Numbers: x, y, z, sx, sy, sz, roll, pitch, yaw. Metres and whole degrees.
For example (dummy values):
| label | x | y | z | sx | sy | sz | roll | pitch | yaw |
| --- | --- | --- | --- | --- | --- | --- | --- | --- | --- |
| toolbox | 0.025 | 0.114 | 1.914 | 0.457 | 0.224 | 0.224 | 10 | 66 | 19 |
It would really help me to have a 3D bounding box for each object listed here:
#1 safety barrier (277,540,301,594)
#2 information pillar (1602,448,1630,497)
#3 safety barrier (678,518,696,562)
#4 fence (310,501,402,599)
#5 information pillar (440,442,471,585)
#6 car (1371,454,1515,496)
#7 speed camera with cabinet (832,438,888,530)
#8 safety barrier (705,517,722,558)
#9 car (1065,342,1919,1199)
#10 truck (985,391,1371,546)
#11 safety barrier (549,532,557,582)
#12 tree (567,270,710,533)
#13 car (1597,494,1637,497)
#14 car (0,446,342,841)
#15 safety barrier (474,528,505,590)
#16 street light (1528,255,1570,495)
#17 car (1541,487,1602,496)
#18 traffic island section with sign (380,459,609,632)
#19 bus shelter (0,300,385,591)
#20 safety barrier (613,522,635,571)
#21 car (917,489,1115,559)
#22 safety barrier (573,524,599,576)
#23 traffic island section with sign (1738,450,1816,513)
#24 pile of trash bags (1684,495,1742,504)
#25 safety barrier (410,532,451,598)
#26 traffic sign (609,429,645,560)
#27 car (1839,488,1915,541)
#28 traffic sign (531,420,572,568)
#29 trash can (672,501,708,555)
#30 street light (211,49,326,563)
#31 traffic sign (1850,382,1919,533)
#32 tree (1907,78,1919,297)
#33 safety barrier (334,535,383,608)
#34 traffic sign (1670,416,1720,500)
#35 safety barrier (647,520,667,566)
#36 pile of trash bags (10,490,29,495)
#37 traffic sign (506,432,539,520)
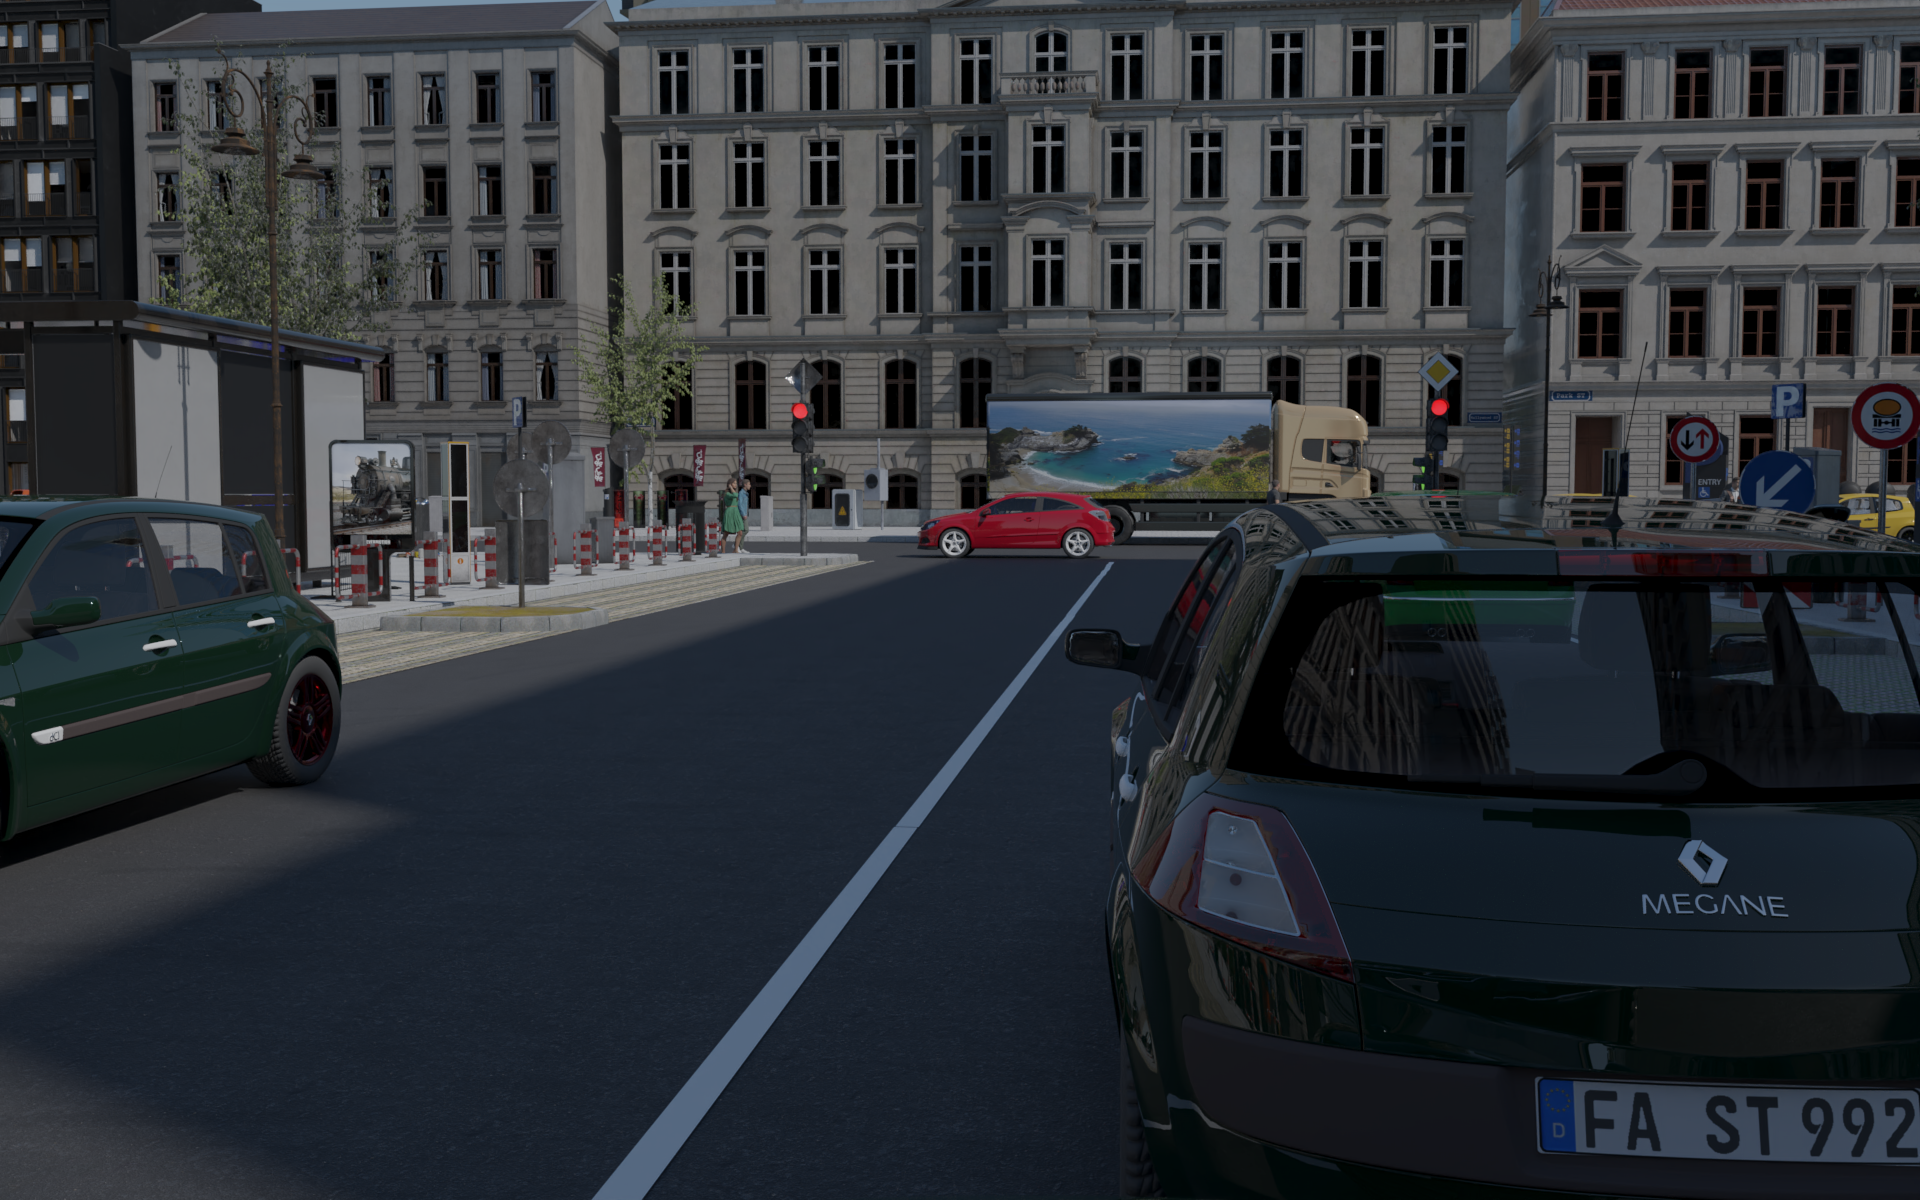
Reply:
| label | x | y | z | sx | sy | sz | roll | pitch | yaw |
| --- | --- | --- | --- | --- | --- | --- | --- | --- | --- |
| safety barrier | -6.990 | -0.203 | 17.599 | 0.300 | 0.817 | 1.120 | 0 | 4 | 7 |
| information pillar | 10.515 | -1.426 | 27.805 | 0.304 | 2.012 | 0.304 | -2 | 4 | -35 |
| safety barrier | -5.184 | -1.138 | 32.888 | 0.300 | 0.817 | 1.120 | 0 | 4 | 7 |
| fence | -7.747 | -0.677 | 22.269 | 0.480 | 1.192 | 2.264 | 0 | 4 | -2 |
| information pillar | -7.133 | -1.224 | 24.499 | 0.304 | 2.012 | 0.304 | -3 | 4 | -37 |
| car | 4.496 | -0.466 | 16.412 | 1.959 | 1.807 | 4.718 | 0 | 4 | 6 |
| speed camera with cabinet | -3.583 | -4.129 | 61.850 | 2.038 | 3.252 | 0.660 | 2 | 4 | 30 |
| safety barrier | -4.962 | -1.255 | 34.792 | 0.300 | 0.817 | 1.120 | 0 | 4 | 7 |
| car | 1.255 | 0.328 | 4.422 | 2.009 | 1.686 | 4.222 | 0 | 4 | 5 |
| truck | 6.444 | -3.665 | 48.829 | 11.283 | 4.237 | 2.839 | 0 | 4 | 8 |
| safety barrier | -6.085 | -0.672 | 25.256 | 0.300 | 0.817 | 1.120 | 0 | 4 | 7 |
| tree | -10.340 | -6.478 | 56.286 | 4.737 | 8.622 | 4.395 | 0 | 3 | 0 |
| car | 17.828 | -2.209 | 46.337 | 3.980 | 1.641 | 2.015 | 0 | 4 | 5 |
| car | -4.212 | 0.153 | 7.285 | 2.009 | 1.686 | 4.222 | 0 | 4 | 7 |
| safety barrier | -6.314 | -0.554 | 23.338 | 0.300 | 0.817 | 1.120 | 0 | 4 | 7 |
| street light | 11.403 | -3.724 | 33.675 | 0.468 | 5.910 | 1.993 | 0 | 4 | 7 |
| car | 15.456 | -1.937 | 41.894 | 3.980 | 1.641 | 2.015 | 0 | 4 | 7 |
| traffic island section with sign | -4.933 | -0.623 | 18.807 | 1.989 | 1.847 | 2.006 | 0 | 4 | 7 |
| bus shelter | -9.735 | -2.613 | 20.347 | 2.179 | 5.291 | 8.768 | 0 | 4 | 7 |
| safety barrier | -5.635 | -0.905 | 29.065 | 0.300 | 0.817 | 1.120 | 0 | 4 | 7 |
| car | 1.255 | -1.847 | 39.231 | 4.494 | 1.783 | 2.155 | 0 | 4 | 6 |
| safety barrier | -5.864 | -0.788 | 27.162 | 0.300 | 0.817 | 1.120 | 0 | 4 | 7 |
| traffic island section with sign | 7.333 | -0.473 | 16.367 | 1.989 | 1.847 | 2.006 | 0 | 4 | 7 |
| pile of trash bags | 13.491 | -1.308 | 31.133 | 3.447 | 1.369 | 1.912 | -3 | 4 | -38 |
| safety barrier | -6.541 | -0.437 | 21.421 | 0.300 | 0.817 | 1.120 | 0 | 4 | 7 |
| traffic sign | -6.483 | -2.054 | 33.684 | 0.768 | 2.556 | 0.104 | 1 | 4 | 15 |
| car | 23.403 | -2.187 | 45.980 | 3.980 | 1.641 | 2.015 | 0 | 4 | 5 |
| traffic sign | -7.059 | -1.821 | 29.885 | 0.768 | 2.556 | 0.104 | 1 | 4 | 14 |
| trash can | -5.666 | -1.514 | 36.403 | 0.748 | 1.137 | 0.748 | 0 | 3 | 0 |
| street light | -7.371 | -2.804 | 18.636 | 0.468 | 5.910 | 1.993 | 0 | 4 | 7 |
| traffic sign | 10.547 | -1.204 | 19.797 | 0.768 | 2.556 | 0.104 | 1 | 4 | 10 |
| tree | 17.230 | -4.743 | 27.917 | 4.360 | 8.622 | 3.978 | 0 | 3 | 0 |
| safety barrier | -6.764 | -0.320 | 19.502 | 0.300 | 0.817 | 1.120 | 0 | 4 | 7 |
| traffic sign | 11.968 | -1.724 | 28.286 | 0.768 | 2.556 | 0.104 | 1 | 4 | 12 |
| safety barrier | -5.412 | -1.022 | 30.983 | 0.300 | 0.817 | 1.120 | 0 | 4 | 7 |
| pile of trash bags | -20.506 | -1.609 | 36.063 | 3.447 | 1.369 | 1.912 | 1 | 4 | 20 |
| traffic sign | -8.960 | -2.170 | 35.581 | 0.768 | 2.556 | 0.104 | 1 | 4 | 10 |
